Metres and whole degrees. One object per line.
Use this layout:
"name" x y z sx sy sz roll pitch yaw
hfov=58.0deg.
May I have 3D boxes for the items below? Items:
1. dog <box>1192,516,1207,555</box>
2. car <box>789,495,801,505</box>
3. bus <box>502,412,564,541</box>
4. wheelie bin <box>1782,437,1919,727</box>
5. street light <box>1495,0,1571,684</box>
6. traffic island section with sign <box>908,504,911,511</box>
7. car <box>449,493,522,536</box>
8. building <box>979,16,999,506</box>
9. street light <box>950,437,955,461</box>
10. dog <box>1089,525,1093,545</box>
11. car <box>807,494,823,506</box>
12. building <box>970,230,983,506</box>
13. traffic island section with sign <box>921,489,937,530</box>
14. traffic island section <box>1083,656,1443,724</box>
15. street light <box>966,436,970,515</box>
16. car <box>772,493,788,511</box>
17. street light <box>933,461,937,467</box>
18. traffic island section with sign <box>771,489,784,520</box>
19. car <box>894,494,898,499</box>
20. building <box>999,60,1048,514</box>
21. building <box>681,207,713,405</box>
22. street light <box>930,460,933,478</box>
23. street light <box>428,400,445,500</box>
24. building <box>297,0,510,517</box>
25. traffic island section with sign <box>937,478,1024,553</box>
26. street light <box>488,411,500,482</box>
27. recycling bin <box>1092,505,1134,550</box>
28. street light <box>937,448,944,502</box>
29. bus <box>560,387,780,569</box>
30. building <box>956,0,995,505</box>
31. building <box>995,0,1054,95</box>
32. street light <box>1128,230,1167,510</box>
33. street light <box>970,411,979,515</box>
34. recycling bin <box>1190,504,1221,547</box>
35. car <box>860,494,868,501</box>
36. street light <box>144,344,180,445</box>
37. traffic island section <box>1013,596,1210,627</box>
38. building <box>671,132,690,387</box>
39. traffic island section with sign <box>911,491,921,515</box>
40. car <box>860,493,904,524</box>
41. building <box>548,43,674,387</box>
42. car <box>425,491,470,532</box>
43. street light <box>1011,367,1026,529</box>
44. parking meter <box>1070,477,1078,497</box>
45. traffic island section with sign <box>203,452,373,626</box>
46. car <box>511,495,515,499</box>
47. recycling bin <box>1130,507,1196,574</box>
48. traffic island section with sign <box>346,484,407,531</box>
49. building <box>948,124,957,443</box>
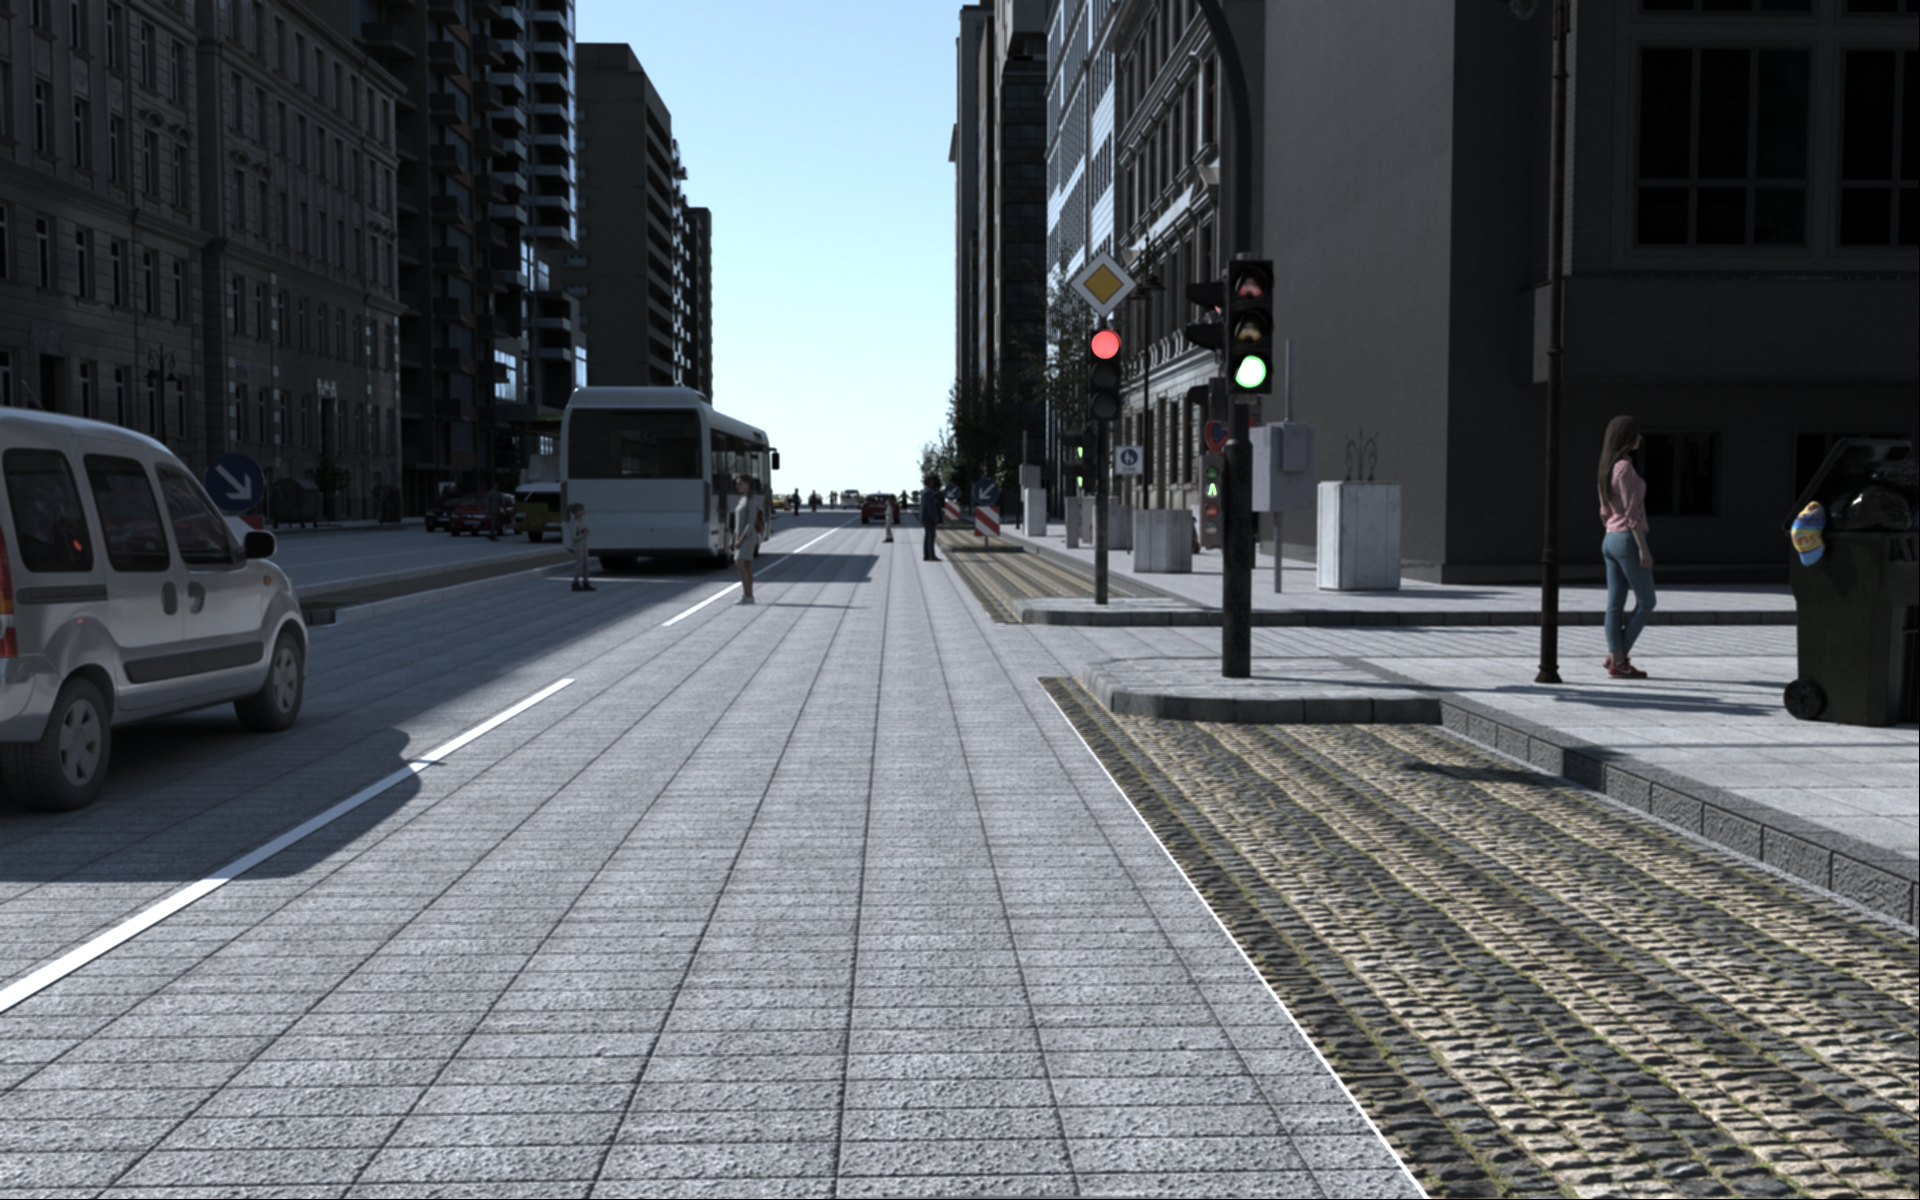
"dog" 5.061 -1.380 36.950 0.800 0.831 0.513 -2 4 -32
"car" -21.983 -13.214 228.621 1.945 1.354 3.894 0 4 0
"bus" -12.113 -3.929 55.787 2.896 3.916 12.252 0 4 -4
"wheelie bin" 5.160 -0.115 9.790 0.980 1.594 0.693 -2 4 -29
"street light" 4.009 -2.375 11.622 0.468 5.910 1.993 0 4 -2
"traffic island section with sign" -3.215 -8.446 146.723 1.989 1.847 2.006 0 4 -2
"car" -16.415 -3.123 60.095 2.155 1.783 4.494 0 4 -2
"building" 8.989 -31.247 160.993 14.600 45.320 14.200 0 4 -2
"street light" -0.605 -10.198 139.521 0.468 5.910 1.993 0 4 -2
"dog" 3.451 -1.648 43.778 0.406 0.507 0.540 0 4 -6
"car" -17.955 -12.527 215.046 2.015 1.641 3.980 0 4 -3
"building" 8.032 -25.662 191.275 14.160 30.474 14.107 0 4 -2
"traffic island section with sign" -0.450 -3.753 69.986 1.989 1.847 2.006 0 4 -2
"traffic island section" 1.955 0.617 12.194 2.009 0.180 2.903 0 4 -2
"street light" 0.625 -8.231 107.365 0.468 5.910 1.993 0 4 -2
"car" -15.703 -8.528 149.662 2.015 1.641 3.980 0 4 -1
"street light" -2.456 -13.334 190.798 0.468 5.910 1.993 0 4 -2
"traffic island section with sign" -10.622 -5.287 94.581 2.006 1.907 1.989 0 4 -2
"car" -9.760 -14.225 244.585 2.014 1.417 4.499 0 4 0
"building" 9.621 -21.266 119.399 14.160 30.474 14.107 0 4 -2
"building" -42.016 -34.022 239.853 14.154 41.232 14.086 0 4 -2
"street light" -3.636 -15.275 222.535 0.468 5.910 1.993 0 4 -2
"street light" -25.656 -6.865 85.026 0.468 5.910 1.993 0 4 -2
"building" -41.038 -27.719 107.835 22.147 44.769 28.867 0 4 -2
"traffic island section with sign" 0.520 -2.105 43.048 1.989 1.847 2.006 0 4 -2
"street light" -26.040 -7.590 96.879 0.468 5.910 1.993 0 4 -2
"recycling bin" 3.523 -1.672 39.890 0.722 1.027 0.722 -2 4 -25
"street light" -1.753 -12.147 171.388 0.468 5.910 1.993 0 4 -2
"bus" -5.727 -2.536 36.323 2.948 3.499 13.247 0 4 -1
"building" 10.088 -41.002 212.377 21.231 58.520 28.212 0 4 -2
"building" 16.885 -33.683 139.959 28.713 52.752 27.495 0 4 -2
"street light" 3.299 -3.540 30.668 0.468 5.910 1.993 0 4 -2
"street light" 0.950 -7.467 94.878 0.468 5.910 1.993 0 4 -2
"recycling bin" 6.113 -1.834 42.538 0.722 1.027 0.722 -1 4 -17
"car" -13.261 -14.060 240.106 2.015 1.641 3.980 0 4 -1
"street light" -24.508 -4.925 53.308 0.468 5.910 1.993 0 4 -2
"traffic island section" 1.668 0.129 20.174 2.009 0.180 2.903 0 4 -2
"building" -45.919 -36.513 216.589 23.786 49.044 30.456 0 4 -2
"traffic island section with sign" -2.236 -6.789 119.622 1.989 1.847 2.006 0 4 -2
"car" -3.822 -4.593 84.134 2.155 1.783 4.494 0 4 -1
"building" -43.679 -34.678 190.689 21.300 48.544 21.600 0 4 -2
"car" -19.333 -3.478 66.650 2.009 1.686 4.222 0 4 -3
"street light" 2.114 -5.527 63.160 0.468 5.910 1.993 0 4 -2
"parking meter" 3.859 -3.209 58.179 0.255 1.863 0.399 3 5 45
"traffic island section with sign" -7.912 -0.694 19.491 2.006 1.907 1.989 0 4 -2
"car" -19.327 -3.685 72.248 2.014 1.417 4.499 0 4 -1
"recycling bin" 3.316 -0.963 28.305 0.722 1.027 0.722 3 5 40
"traffic island section with sign" -23.026 -3.665 68.549 1.989 1.847 2.006 0 4 -2
"building" 13.113 -39.860 240.954 28.713 52.752 27.495 0 4 -2
